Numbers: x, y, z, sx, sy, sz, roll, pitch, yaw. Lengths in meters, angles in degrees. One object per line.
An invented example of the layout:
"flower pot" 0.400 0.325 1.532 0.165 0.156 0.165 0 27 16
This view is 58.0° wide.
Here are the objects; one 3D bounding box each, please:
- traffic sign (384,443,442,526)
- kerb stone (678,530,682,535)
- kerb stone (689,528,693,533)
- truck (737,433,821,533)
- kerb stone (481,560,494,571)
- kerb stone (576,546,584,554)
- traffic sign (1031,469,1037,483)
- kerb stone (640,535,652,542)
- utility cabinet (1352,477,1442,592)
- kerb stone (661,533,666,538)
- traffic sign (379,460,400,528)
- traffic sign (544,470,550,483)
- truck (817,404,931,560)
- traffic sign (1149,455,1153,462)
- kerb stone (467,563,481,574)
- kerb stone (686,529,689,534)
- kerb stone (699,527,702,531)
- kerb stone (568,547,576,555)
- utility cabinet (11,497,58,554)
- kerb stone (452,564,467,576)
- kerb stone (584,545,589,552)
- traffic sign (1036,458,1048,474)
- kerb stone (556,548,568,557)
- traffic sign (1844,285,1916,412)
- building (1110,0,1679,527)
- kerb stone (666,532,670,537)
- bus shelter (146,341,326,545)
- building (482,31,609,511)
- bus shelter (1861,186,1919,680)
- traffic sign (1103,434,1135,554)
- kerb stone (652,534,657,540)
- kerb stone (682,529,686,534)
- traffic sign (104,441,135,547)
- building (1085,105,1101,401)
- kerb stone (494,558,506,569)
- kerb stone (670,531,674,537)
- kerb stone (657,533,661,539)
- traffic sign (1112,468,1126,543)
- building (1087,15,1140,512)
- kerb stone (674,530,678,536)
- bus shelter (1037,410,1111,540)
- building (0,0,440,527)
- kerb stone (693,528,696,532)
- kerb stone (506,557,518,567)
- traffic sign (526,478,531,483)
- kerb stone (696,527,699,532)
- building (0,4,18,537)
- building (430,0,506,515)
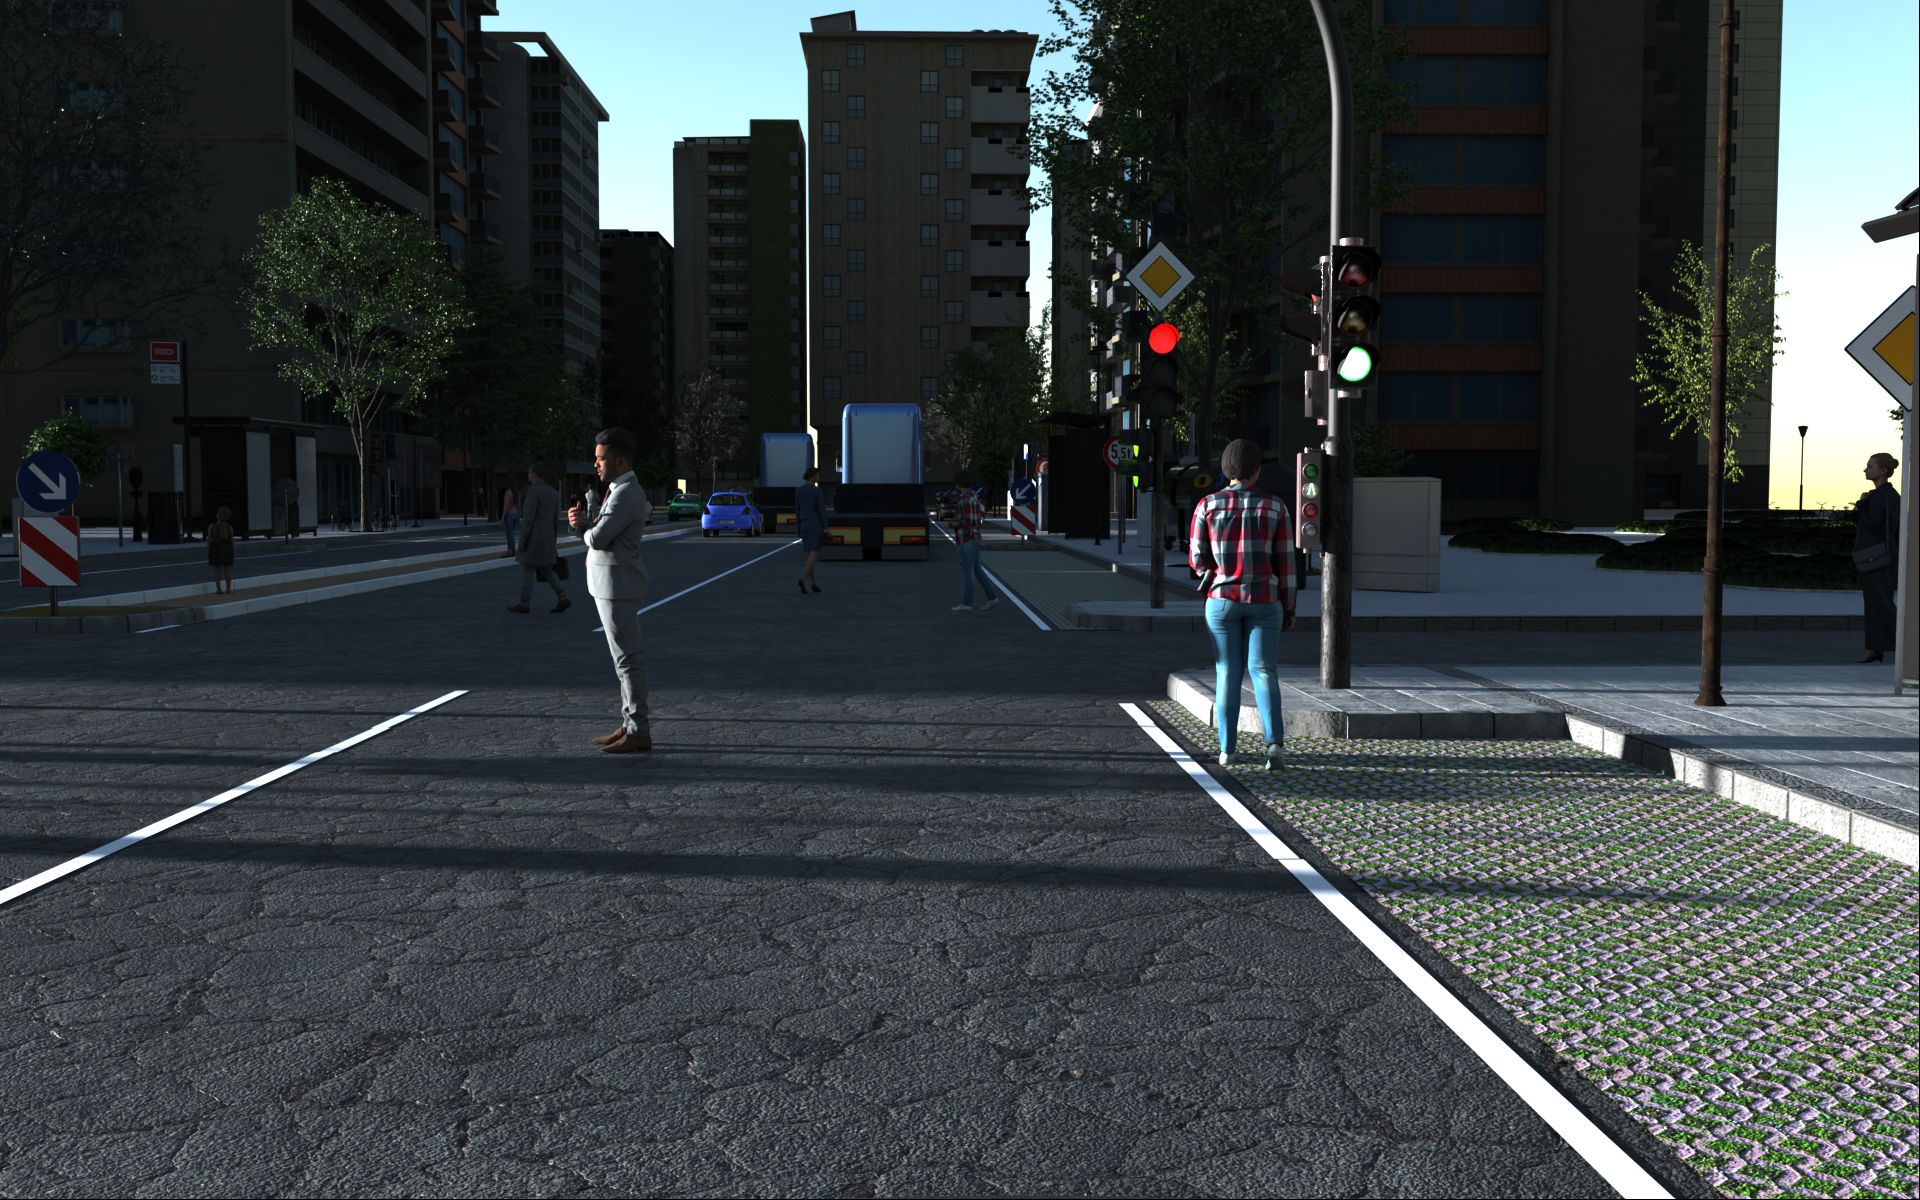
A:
"traffic sign" -21.861 -4.609 69.226 2.265 3.308 0.079 0 3 0
"kerb stone" -9.871 -2.319 60.135 0.120 0.150 1.000 0 4 -2
"kerb stone" -9.971 -2.509 63.216 0.120 0.150 1.000 0 4 -2
"truck" -7.333 -4.965 70.929 2.967 4.110 18.799 0 4 -3
"kerb stone" -8.963 -0.620 32.476 0.120 0.150 1.000 0 4 -2
"kerb stone" -9.264 -1.188 41.680 0.120 0.150 1.000 0 4 -2
"traffic sign" 3.704 -4.926 80.643 0.768 2.556 0.104 0 4 1
"kerb stone" -9.633 -1.882 52.972 0.120 0.150 1.000 0 4 -2
"utility cabinet" 5.751 -0.866 22.844 0.318 1.500 1.173 -3 5 -42
"kerb stone" -9.732 -2.066 56.044 0.120 0.150 1.000 0 4 -2
"traffic sign" -21.311 -3.951 64.706 0.768 2.556 0.104 0 4 1
"traffic sign" -21.396 -5.426 88.827 0.768 2.556 0.104 0 4 -1
"truck" -2.133 -3.427 45.786 2.967 4.110 18.799 0 4 -2
"traffic sign" 4.718 -2.811 45.700 0.795 2.593 0.064 0 4 -1
"kerb stone" -8.925 -0.566 31.451 0.120 0.150 1.000 0 4 -2
"kerb stone" -9.938 -2.443 62.193 0.120 0.150 1.000 0 4 -2
"kerb stone" -10.077 -2.695 66.293 0.120 0.150 1.000 0 4 -2
"kerb stone" -9.230 -1.129 40.657 0.120 0.150 1.000 0 4 -2
"utility cabinet" -19.503 -1.552 36.538 0.306 1.237 1.020 1 4 12
"kerb stone" -8.898 -0.500 30.425 0.120 0.150 1.000 0 4 -2
"kerb stone" -9.300 -1.254 42.701 0.120 0.150 1.000 0 4 -2
"traffic sign" 3.081 -3.737 61.198 0.768 2.556 0.104 0 4 2
"kerb stone" -9.194 -1.067 39.636 0.120 0.150 1.000 0 4 -2
"traffic sign" 6.018 -0.688 10.976 0.795 2.593 0.064 0 4 7
"building" 18.740 -25.963 79.122 22.147 44.769 28.867 0 4 -2
"kerb stone" -9.766 -2.131 57.070 0.120 0.150 1.000 0 4 -2
"bus shelter" -20.188 -4.311 48.115 2.179 5.291 8.768 0 4 -2
"building" -42.951 -27.734 145.339 23.993 40.220 32.217 0 4 -2
"bus shelter" 6.394 -0.831 7.515 2.014 3.302 5.546 0 4 -2
"traffic sign" 3.412 -2.247 36.845 0.768 2.556 0.104 0 4 -1
"kerb stone" -9.669 -1.944 53.997 0.120 0.150 1.000 0 4 -2
"kerb stone" -9.894 -2.383 61.163 0.120 0.150 1.000 0 4 -2
"traffic sign" -20.262 -2.547 41.757 0.768 2.556 0.104 0 4 5
"building" 24.330 -28.073 150.878 32.217 40.220 23.993 0 4 -2
"kerb stone" -9.000 -0.691 33.497 0.120 0.150 1.000 0 4 -2
"kerb stone" -9.804 -2.189 58.092 0.120 0.150 1.000 0 4 -2
"kerb stone" -9.705 -2.004 55.022 0.120 0.150 1.000 0 4 -2
"traffic sign" 4.281 -2.754 45.136 0.768 2.556 0.104 0 4 7
"building" 21.009 -30.808 123.313 23.786 49.044 30.456 0 4 -2
"kerb stone" -9.838 -2.258 59.113 0.120 0.150 1.000 0 4 -2
"bus shelter" 3.379 -3.702 51.804 1.731 3.624 6.357 0 4 -2
"building" -37.005 -27.701 76.608 21.300 48.544 21.600 0 4 -2
"kerb stone" -10.001 -2.572 64.240 0.120 0.150 1.000 0 4 -2
"kerb stone" -9.035 -0.754 34.519 0.120 0.150 1.000 0 4 -2
"traffic sign" -20.865 -5.195 84.941 0.884 2.594 0.081 0 4 2
"kerb stone" -10.033 -2.629 65.272 0.120 0.150 1.000 0 4 -2
"building" -34.932 -24.057 43.447 14.600 45.320 14.200 0 4 -2
"building" -41.163 -27.670 107.033 22.147 44.769 28.867 0 4 -2
